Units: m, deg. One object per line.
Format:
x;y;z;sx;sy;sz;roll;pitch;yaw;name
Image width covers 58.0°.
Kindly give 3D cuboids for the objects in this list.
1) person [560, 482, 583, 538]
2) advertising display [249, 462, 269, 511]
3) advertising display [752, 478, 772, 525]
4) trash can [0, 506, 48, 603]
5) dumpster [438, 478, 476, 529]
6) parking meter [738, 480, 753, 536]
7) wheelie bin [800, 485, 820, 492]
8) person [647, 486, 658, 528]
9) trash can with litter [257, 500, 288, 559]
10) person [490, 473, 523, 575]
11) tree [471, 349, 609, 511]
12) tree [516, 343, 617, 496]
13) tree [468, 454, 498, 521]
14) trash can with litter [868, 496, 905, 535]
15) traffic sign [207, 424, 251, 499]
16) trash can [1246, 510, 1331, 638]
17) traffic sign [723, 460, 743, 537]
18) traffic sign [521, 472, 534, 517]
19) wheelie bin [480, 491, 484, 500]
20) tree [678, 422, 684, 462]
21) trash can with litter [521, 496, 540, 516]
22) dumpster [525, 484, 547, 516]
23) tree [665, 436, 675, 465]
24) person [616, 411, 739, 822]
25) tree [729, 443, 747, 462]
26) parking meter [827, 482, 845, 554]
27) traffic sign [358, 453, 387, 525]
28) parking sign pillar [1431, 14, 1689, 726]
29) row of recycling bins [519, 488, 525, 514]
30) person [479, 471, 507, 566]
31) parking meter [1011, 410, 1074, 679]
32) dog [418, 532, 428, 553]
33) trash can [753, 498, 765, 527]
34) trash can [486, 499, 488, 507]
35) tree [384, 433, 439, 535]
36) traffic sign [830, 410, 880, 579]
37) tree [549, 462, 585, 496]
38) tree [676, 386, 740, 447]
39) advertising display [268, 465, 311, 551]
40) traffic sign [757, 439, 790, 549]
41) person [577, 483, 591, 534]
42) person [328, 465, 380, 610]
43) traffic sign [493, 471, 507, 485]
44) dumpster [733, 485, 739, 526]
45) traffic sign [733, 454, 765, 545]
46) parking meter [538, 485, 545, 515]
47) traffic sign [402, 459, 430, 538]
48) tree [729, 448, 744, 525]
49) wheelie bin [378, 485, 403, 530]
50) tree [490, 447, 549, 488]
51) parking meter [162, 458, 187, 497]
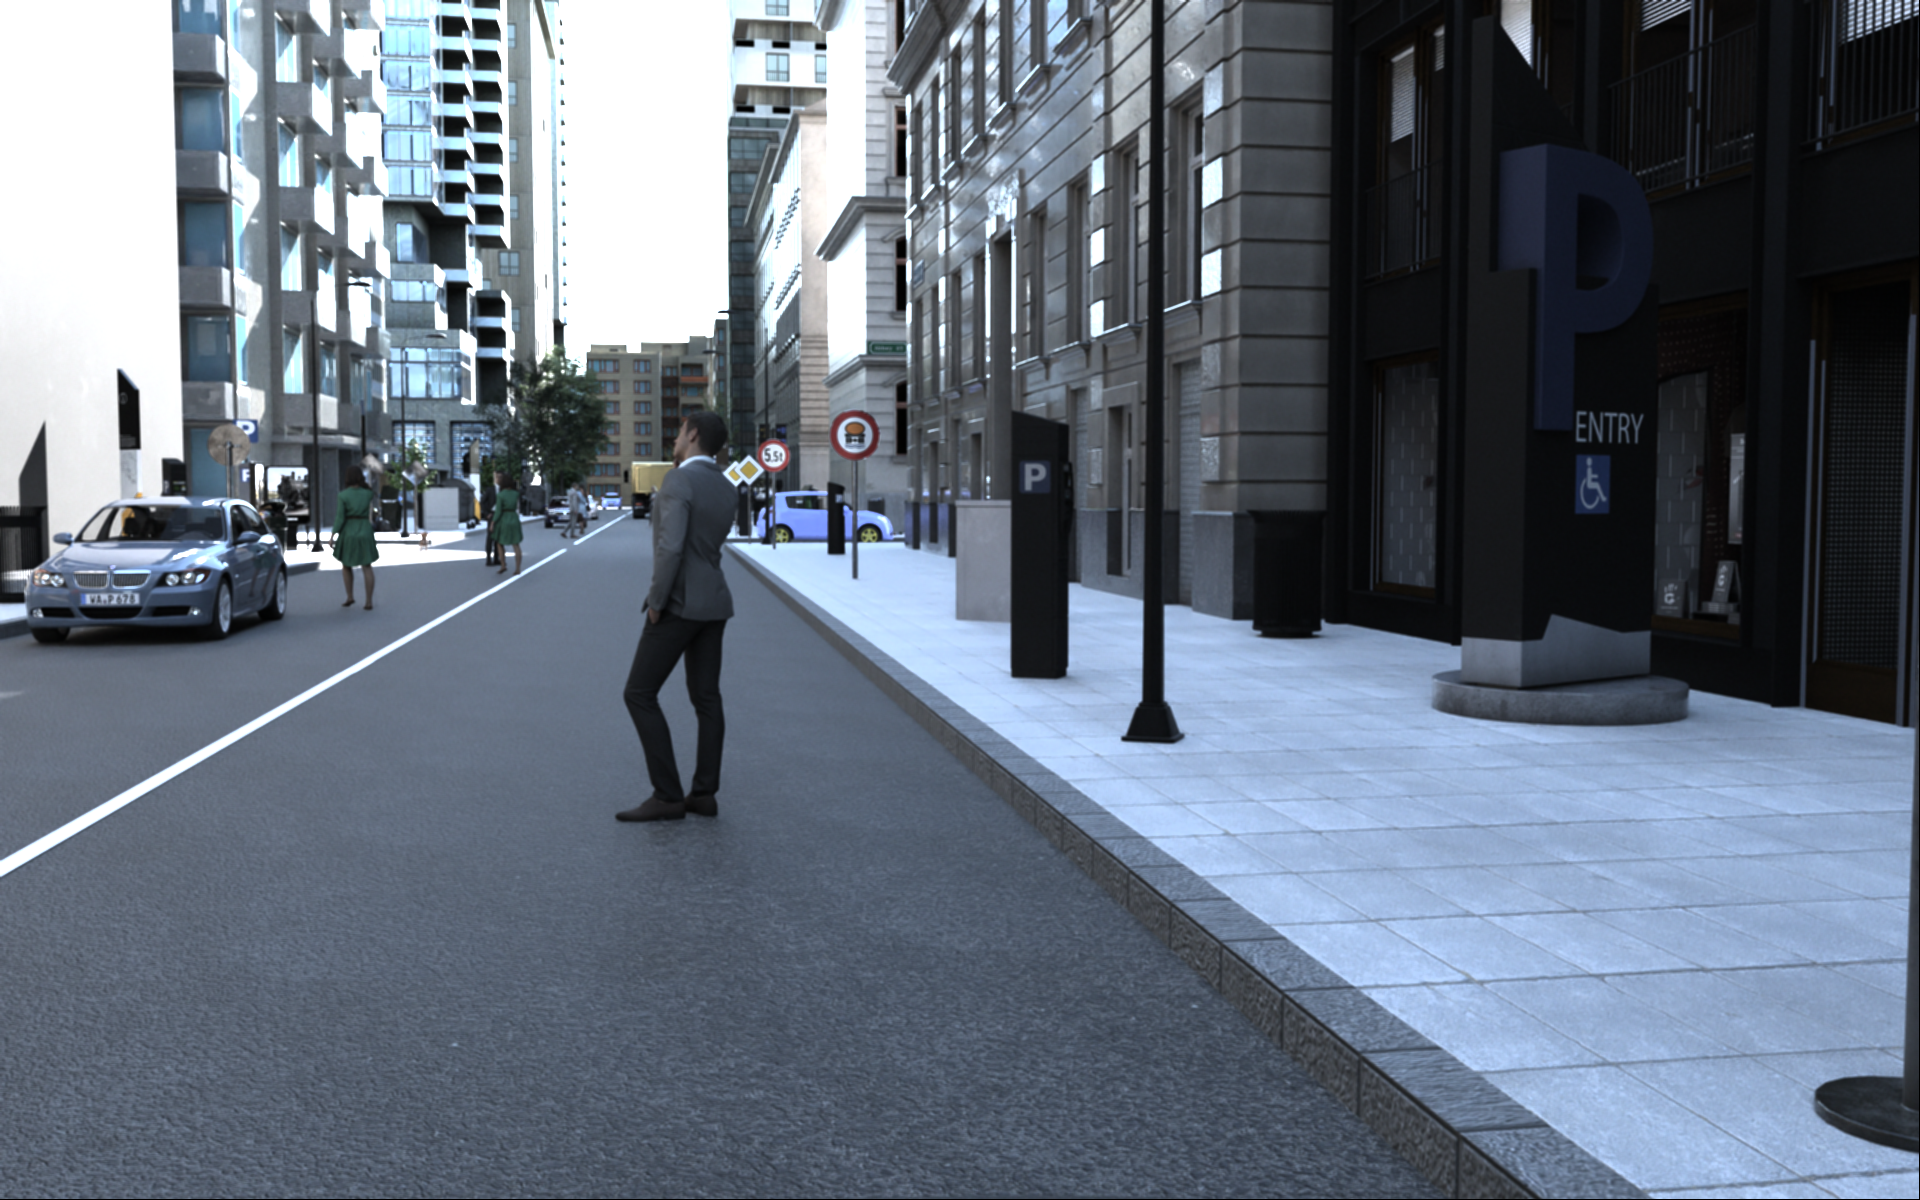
-12.603;-2.929;56.503;0.853;1.813;0.709;-3;4;-38;person
-14.260;-1.833;35.177;0.123;1.923;0.974;-1;4;-12;advertising display
-8.021;-4.019;70.930;0.974;1.923;0.123;-1;4;-22;advertising display
-11.222;-0.544;20.544;0.748;1.137;0.748;0;3;0;trash can
-18.446;-3.527;63.432;1.264;1.857;1.865;-1;4;-10;dumpster
-6.531;-2.878;52.769;0.399;1.863;0.255;0;4;7;parking meter
-5.051;-3.039;57.603;0.693;1.594;0.980;-2;4;-28;wheelie bin
-13.071;-3.999;74.065;0.537;1.800;0.526;2;4;30;person
-13.618;-1.382;33.978;0.624;1.170;1.055;-3;5;-42;trash can with litter
-8.001;-1.341;30.668;0.529;1.795;0.600;3;4;36;person
-26.843;-10.823;111.361;8.767;10.594;7.601;-2;4;-25;tree
-29.616;-12.978;130.316;7.486;12.596;7.792;0;3;0;tree
-22.473;-5.378;82.539;1.663;3.219;1.824;0;3;0;tree
-2.230;-2.638;54.193;2.233;1.210;1.678;0;4;-1;trash can with litter
-13.272;-1.918;31.460;0.768;2.556;0.104;0;4;-3;traffic sign
2.947;-0.240;15.583;0.748;1.137;0.748;0;3;0;trash can
-6.688;-2.940;51.718;0.795;2.450;0.064;-1;4;-10;traffic sign
-24.689;-6.041;98.876;0.768;2.556;0.104;0;4;-4;traffic sign
-26.258;-5.290;94.407;0.980;1.594;0.693;3;5;45;wheelie bin
-25.820;-13.264;167.226;4.360;8.622;3.978;0;3;0;tree
-24.767;-5.412;99.871;1.055;1.170;0.624;0;4;4;trash can with litter
-25.330;-5.964;103.272;1.264;1.857;1.865;-1;4;-10;dumpster
-31.104;-14.972;195.158;4.737;8.622;4.395;0;3;0;tree
-1.246;0.059;7.709;0.473;1.802;0.592;3;4;39;person
-13.103;-6.836;95.480;4.285;4.588;4.351;0;3;0;tree
-2.639;-1.744;36.931;0.372;1.533;0.369;0;3;0;parking meter
-14.402;-2.365;42.318;0.795;2.450;0.064;-1;4;-10;traffic sign
3.549;-1.327;10.174;1.447;3.967;1.447;-3;4;-37;parking sign pillar
-28.924;-6.350;110.938;1.069;1.692;3.534;1;4;22;row of recycling bins
-9.271;-1.646;34.773;0.474;1.900;0.648;3;5;40;person
0.573;-0.391;12.108;0.399;1.863;0.255;1;4;20;parking meter
-13.193;-1.427;42.626;0.540;0.507;0.406;2;4;27;dog
-7.625;-3.364;66.647;0.748;1.137;0.748;0;3;0;trash can
-29.411;-5.862;107.491;0.748;1.137;0.748;0;3;0;trash can
-17.149;-3.678;54.730;1.663;3.219;1.824;0;3;0;tree
-1.593;-1.598;26.228;0.768;2.556;0.104;-1;4;-9;traffic sign
-33.060;-9.842;144.628;4.285;4.588;4.351;0;3;0;tree
-16.792;-10.204;117.190;4.737;8.622;4.395;0;3;0;tree
-15.260;-2.086;39.326;0.974;1.923;0.123;-3;4;-38;advertising display
-4.310;-2.449;40.140;0.768;2.556;0.104;0;4;-2;traffic sign
-13.518;-3.272;62.092;0.616;1.811;0.778;-2;4;-26;person
-7.511;-0.782;21.538;0.529;1.795;0.600;3;5;42;person
-20.659;-4.634;77.893;0.606;2.300;0.079;0;4;-5;traffic sign
-9.197;-3.834;68.440;1.264;1.857;1.865;-1;4;-10;dumpster
-5.336;-2.459;43.848;0.795;2.450;0.064;-1;4;-10;traffic sign
-25.547;-6.119;105.755;0.399;1.863;0.255;2;4;30;parking meter
-15.753;-2.847;50.188;0.795;2.450;0.064;-1;4;-10;traffic sign
-9.463;-4.785;72.837;1.663;3.219;1.824;0;3;0;tree
-20.540;-3.341;62.534;0.980;1.594;0.693;0;4;-1;wheelie bin
-31.038;-8.291;119.266;4.285;4.588;4.351;0;3;0;tree
-12.776;-1.376;28.209;0.399;1.863;0.255;3;5;43;parking meter
